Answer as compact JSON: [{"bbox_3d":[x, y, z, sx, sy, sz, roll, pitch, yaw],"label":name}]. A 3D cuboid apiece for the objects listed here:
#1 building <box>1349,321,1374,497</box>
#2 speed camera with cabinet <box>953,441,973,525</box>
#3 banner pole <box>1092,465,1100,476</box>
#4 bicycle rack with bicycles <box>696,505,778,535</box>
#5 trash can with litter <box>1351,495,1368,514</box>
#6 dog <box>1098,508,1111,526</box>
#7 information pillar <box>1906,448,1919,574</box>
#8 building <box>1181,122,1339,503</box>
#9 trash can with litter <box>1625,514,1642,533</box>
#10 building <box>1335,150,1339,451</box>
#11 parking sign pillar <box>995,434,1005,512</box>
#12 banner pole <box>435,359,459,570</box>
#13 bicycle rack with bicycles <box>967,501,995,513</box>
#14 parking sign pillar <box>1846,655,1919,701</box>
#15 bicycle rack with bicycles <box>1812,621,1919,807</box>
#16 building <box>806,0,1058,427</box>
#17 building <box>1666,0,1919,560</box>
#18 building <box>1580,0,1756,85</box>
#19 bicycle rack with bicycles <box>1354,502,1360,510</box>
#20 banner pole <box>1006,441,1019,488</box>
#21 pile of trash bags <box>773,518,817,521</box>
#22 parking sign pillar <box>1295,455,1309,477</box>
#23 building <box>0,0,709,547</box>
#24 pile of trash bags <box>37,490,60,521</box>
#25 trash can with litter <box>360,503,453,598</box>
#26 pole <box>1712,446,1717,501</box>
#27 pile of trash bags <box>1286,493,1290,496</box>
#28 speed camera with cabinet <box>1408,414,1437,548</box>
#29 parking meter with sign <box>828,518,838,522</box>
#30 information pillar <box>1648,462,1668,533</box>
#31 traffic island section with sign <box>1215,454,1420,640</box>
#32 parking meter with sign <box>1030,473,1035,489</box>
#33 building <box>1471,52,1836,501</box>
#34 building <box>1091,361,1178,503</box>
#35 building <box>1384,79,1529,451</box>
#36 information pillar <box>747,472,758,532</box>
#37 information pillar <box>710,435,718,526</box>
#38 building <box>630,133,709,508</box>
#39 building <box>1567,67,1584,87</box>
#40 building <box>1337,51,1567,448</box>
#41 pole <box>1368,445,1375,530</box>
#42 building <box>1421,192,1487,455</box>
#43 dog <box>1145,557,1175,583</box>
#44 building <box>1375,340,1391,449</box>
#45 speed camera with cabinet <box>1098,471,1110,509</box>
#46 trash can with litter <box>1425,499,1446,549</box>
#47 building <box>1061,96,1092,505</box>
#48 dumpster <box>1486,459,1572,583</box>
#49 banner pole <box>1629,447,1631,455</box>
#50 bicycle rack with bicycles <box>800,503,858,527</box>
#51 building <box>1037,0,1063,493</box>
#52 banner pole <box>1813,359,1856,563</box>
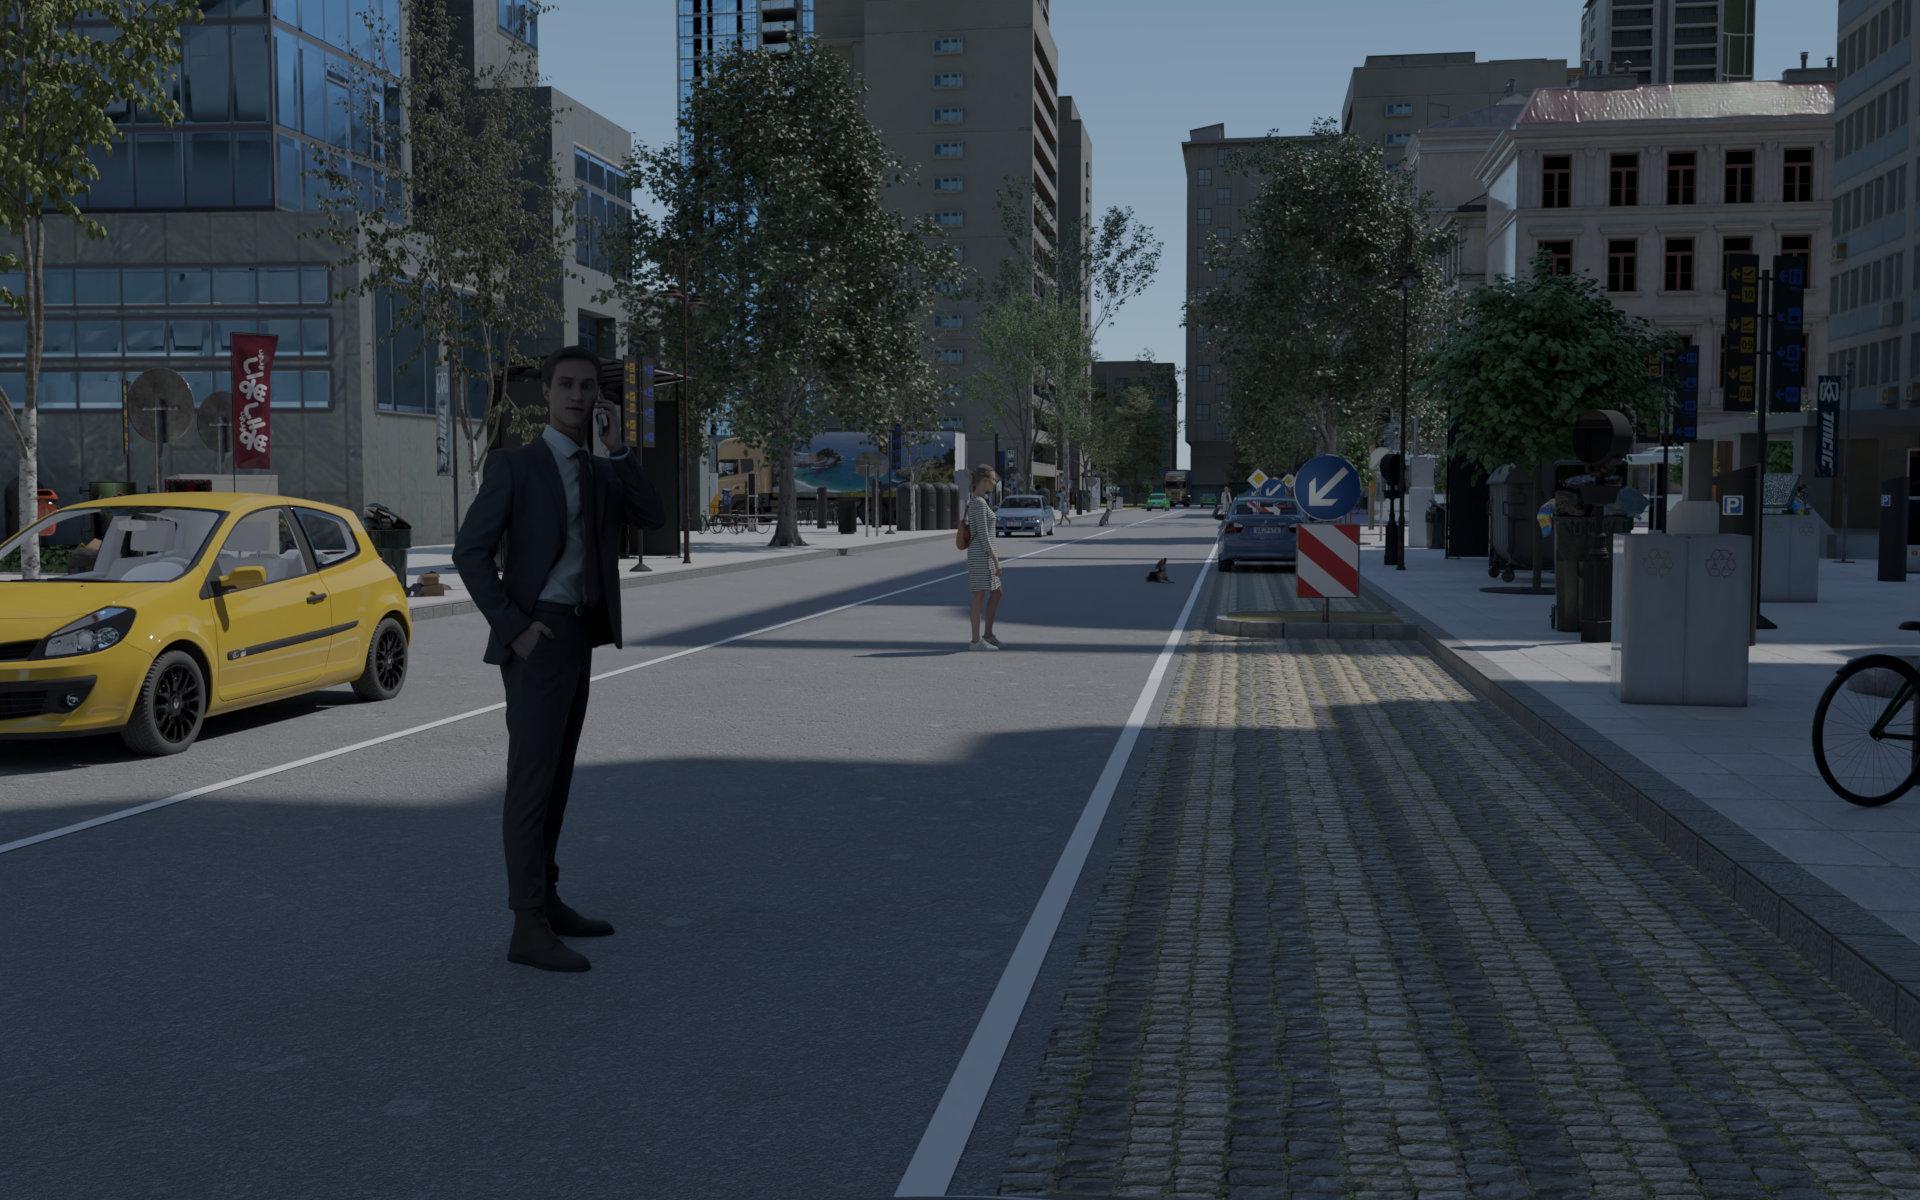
[{"bbox_3d":[51.419,-19.450,163.039,27.650,21.520,28.899,1,4,9],"label":"building"},{"bbox_3d":[-0.028,-4.341,65.307,0.660,3.252,2.038,0,4,-5],"label":"speed camera with cabinet"},{"bbox_3d":[11.830,-9.798,150.209,0.863,3.779,0.401,2,4,24],"label":"banner pole"},{"bbox_3d":[-7.292,-2.590,55.736,2.852,0.926,2.925,3,5,43],"label":"bicycle rack with bicycles"},{"bbox_3d":[25.213,-6.050,109.974,2.233,1.210,1.678,1,4,23],"label":"trash can with litter"},{"bbox_3d":[6.317,-3.684,77.068,0.800,0.831,0.513,0,4,8],"label":"dog"},{"bbox_3d":[15.436,-1.435,27.946,0.304,2.012,0.304,2,4,32],"label":"information pillar"},{"bbox_3d":[46.398,-40.570,252.559,27.495,52.752,28.713,1,4,9],"label":"building"},{"bbox_3d":[12.169,-1.284,32.374,1.055,1.170,0.624,-2,4,-32],"label":"trash can with litter"},{"bbox_3d":[52.014,-34.012,206.209,14.600,45.320,14.200,1,4,9],"label":"building"},{"bbox_3d":[1.791,-5.488,78.201,1.447,3.967,1.447,0,4,2],"label":"parking sign pillar"},{"bbox_3d":[-8.761,-2.424,29.654,0.401,3.779,0.863,-3,5,-45],"label":"banner pole"},{"bbox_3d":[1.413,-4.738,90.847,2.925,0.926,2.852,1,4,23],"label":"bicycle rack with bicycles"},{"bbox_3d":[6.506,-1.379,11.016,1.447,3.967,1.447,2,4,25],"label":"parking sign pillar"},{"bbox_3d":[4.896,0.401,6.829,2.925,0.926,2.852,0,4,4],"label":"bicycle rack with bicycles"},{"bbox_3d":[-2.486,-33.041,163.923,21.300,48.544,21.600,1,4,9],"label":"building"},{"bbox_3d":[34.177,-21.131,37.372,32.217,40.220,23.993,1,4,9],"label":"building"},{"bbox_3d":[97.476,-48.963,238.799,20.611,71.187,20.563,1,4,9],"label":"building"},{"bbox_3d":[31.514,-7.739,139.910,2.852,0.926,2.925,-3,5,-41],"label":"bicycle rack with bicycles"},{"bbox_3d":[2.536,-5.629,82.044,0.863,3.779,0.401,-3,4,-36],"label":"banner pole"},{"bbox_3d":[-7.583,-4.539,83.967,1.912,1.369,3.447,2,4,31],"label":"pile of trash bags"},{"bbox_3d":[23.520,-7.919,117.943,1.447,3.967,1.447,-1,4,-12],"label":"parking sign pillar"},{"bbox_3d":[-25.863,-45.065,49.487,31.000,86.520,22.319,1,4,9],"label":"building"},{"bbox_3d":[-19.602,-1.489,34.092,3.447,1.369,1.912,-3,5,-43],"label":"pile of trash bags"},{"bbox_3d":[-6.946,-0.626,21.625,1.055,1.170,0.624,-3,5,-43],"label":"trash can with litter"},{"bbox_3d":[32.115,-4.893,73.839,0.158,3.312,0.155,0,3,0],"label":"pole"},{"bbox_3d":[20.696,-6.055,108.744,1.912,1.369,3.447,0,4,6],"label":"pile of trash bags"},{"bbox_3d":[11.282,-2.930,42.234,0.660,3.252,2.038,1,4,16],"label":"speed camera with cabinet"},{"bbox_3d":[-5.418,-5.198,81.249,1.738,3.016,0.543,-1,4,-22],"label":"parking meter with sign"},{"bbox_3d":[16.039,-2.160,39.812,0.304,2.012,0.304,0,4,-7],"label":"information pillar"},{"bbox_3d":[3.662,-0.571,17.967,1.989,1.847,2.006,1,4,9],"label":"traffic island section with sign"},{"bbox_3d":[6.154,-9.133,145.587,0.543,3.016,1.738,2,4,29],"label":"parking meter with sign"},{"bbox_3d":[36.505,-15.190,84.516,21.152,22.565,11.583,1,4,9],"label":"building"},{"bbox_3d":[17.325,-25.235,257.635,28.899,21.520,27.650,1,4,9],"label":"building"},{"bbox_3d":[37.225,-20.471,120.604,13.634,28.700,20.117,1,4,9],"label":"building"},{"bbox_3d":[-7.055,-3.329,58.920,0.304,2.012,0.304,0,4,4],"label":"information pillar"},{"bbox_3d":[-9.753,-4.726,68.617,0.183,3.616,0.504,-3,5,-39],"label":"information pillar"},{"bbox_3d":[-21.459,-55.051,212.747,31.000,86.520,22.319,1,4,9],"label":"building"},{"bbox_3d":[73.318,-42.959,244.374,28.212,58.520,21.231,1,4,9],"label":"building"},{"bbox_3d":[52.559,-34.487,187.558,21.300,48.544,21.600,1,4,9],"label":"building"},{"bbox_3d":[14.725,-4.165,61.934,0.158,3.312,0.155,0,3,0],"label":"pole"},{"bbox_3d":[32.677,-14.460,101.052,10.561,19.102,19.286,1,4,9],"label":"building"},{"bbox_3d":[3.268,-0.487,28.160,0.550,0.427,0.748,1,4,15],"label":"dog"},{"bbox_3d":[40.184,-18.901,138.701,12.332,23.373,15.834,1,4,9],"label":"building"},{"bbox_3d":[11.821,-9.351,147.217,2.038,3.252,0.660,1,4,13],"label":"speed camera with cabinet"},{"bbox_3d":[11.371,-1.773,40.373,1.055,1.170,0.624,1,4,18],"label":"trash can with litter"},{"bbox_3d":[4.500,-35.828,209.481,21.600,48.544,21.300,1,4,9],"label":"building"},{"bbox_3d":[8.553,-1.216,25.636,1.264,1.857,1.865,1,4,9],"label":"dumpster"},{"bbox_3d":[30.117,-5.404,78.373,0.863,3.779,0.401,-1,4,-21],"label":"banner pole"},{"bbox_3d":[-5.332,-3.403,69.015,2.852,0.926,2.925,0,4,-4],"label":"bicycle rack with bicycles"},{"bbox_3d":[0.984,-45.612,184.011,20.563,71.187,20.611,1,4,9],"label":"building"},{"bbox_3d":[16.287,-2.582,32.233,0.863,3.779,0.401,0,4,-7],"label":"banner pole"}]
